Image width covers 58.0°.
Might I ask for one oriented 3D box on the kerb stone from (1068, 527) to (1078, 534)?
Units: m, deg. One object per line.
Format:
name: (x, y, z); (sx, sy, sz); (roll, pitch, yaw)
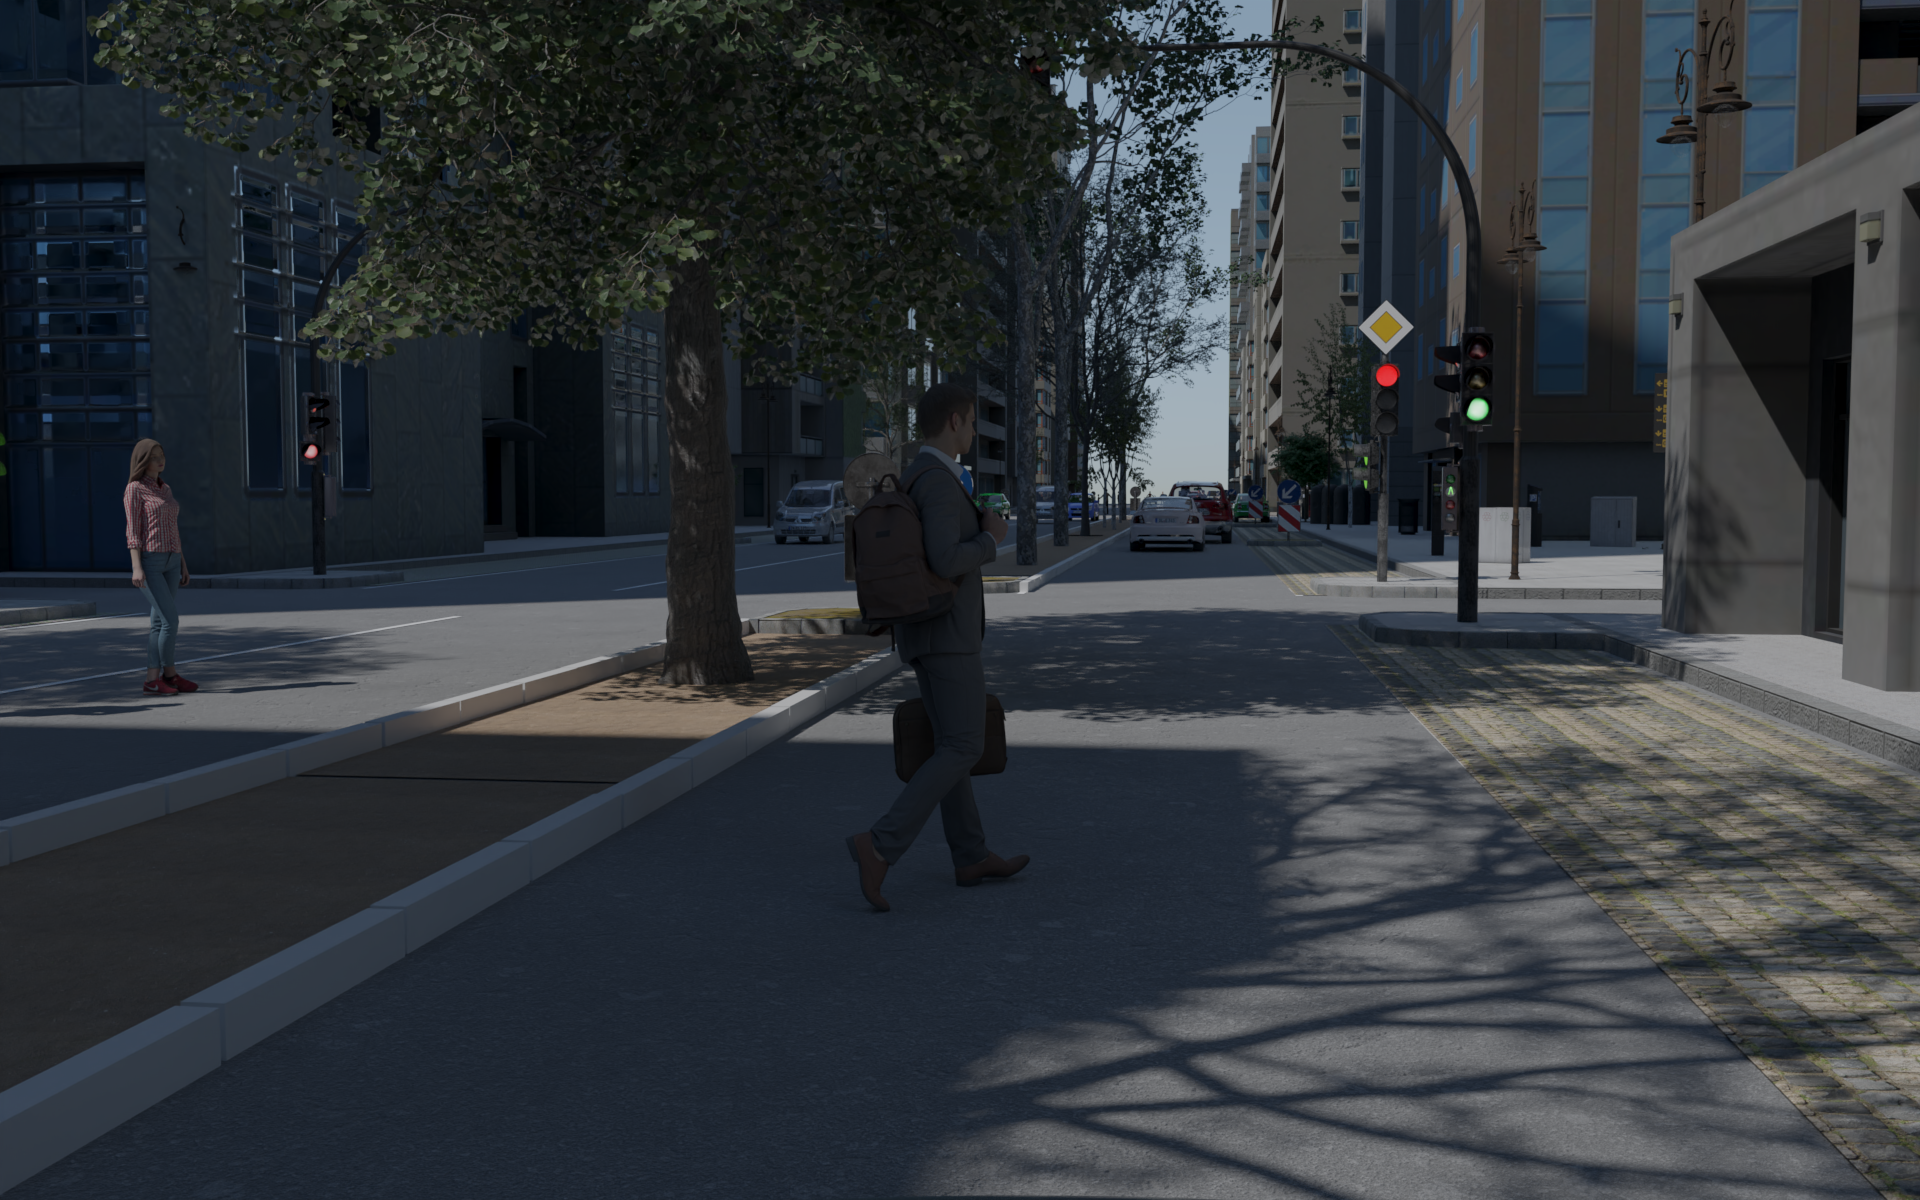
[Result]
kerb stone: (4.199, -2.594, 64.612); (0.120, 0.150, 1.000); (0, 4, 8)

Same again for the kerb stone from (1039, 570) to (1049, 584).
kerb stone: (1.281, -0.338, 27.717); (0.120, 0.150, 1.000); (0, 4, 8)

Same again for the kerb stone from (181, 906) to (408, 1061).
kerb stone: (-1.846, 1.062, 4.875); (0.120, 0.150, 1.000); (0, 4, 8)

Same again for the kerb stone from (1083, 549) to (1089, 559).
kerb stone: (2.667, -0.960, 37.897); (0.120, 0.150, 1.000); (0, 4, 8)

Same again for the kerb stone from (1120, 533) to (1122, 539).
kerb stone: (4.893, -1.955, 54.159); (0.120, 0.150, 1.000); (0, 4, 8)

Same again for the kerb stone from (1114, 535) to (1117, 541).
kerb stone: (4.475, -1.768, 51.103); (0.120, 0.150, 1.000); (0, 4, 8)

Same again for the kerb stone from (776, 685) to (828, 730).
kerb stone: (-1.020, 0.687, 10.970); (0.120, 0.150, 1.000); (0, 4, 8)

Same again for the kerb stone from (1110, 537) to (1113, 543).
kerb stone: (4.191, -1.644, 49.077); (0.120, 0.150, 1.000); (0, 4, 8)

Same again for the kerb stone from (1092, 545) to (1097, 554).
kerb stone: (3.087, -1.147, 40.954); (0.120, 0.150, 1.000); (0, 4, 8)

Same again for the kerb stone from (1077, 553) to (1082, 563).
kerb stone: (2.386, -0.835, 35.852); (0.120, 0.150, 1.000); (0, 4, 8)

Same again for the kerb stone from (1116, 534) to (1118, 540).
kerb stone: (4.608, -1.826, 52.118); (0.120, 0.150, 1.000); (0, 4, 8)

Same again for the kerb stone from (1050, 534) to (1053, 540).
kerb stone: (2.675, -1.911, 53.441); (0.120, 0.150, 1.000); (0, 4, 8)

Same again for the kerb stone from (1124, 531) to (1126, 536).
kerb stone: (5.305, -2.134, 57.214); (0.120, 0.150, 1.000); (0, 4, 8)

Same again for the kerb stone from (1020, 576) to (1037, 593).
kerb stone: (0.996, -0.213, 25.693); (0.120, 0.150, 1.000); (0, 4, 8)

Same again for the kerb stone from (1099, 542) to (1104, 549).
kerb stone: (3.500, -1.333, 43.994); (0.120, 0.150, 1.000); (0, 4, 8)

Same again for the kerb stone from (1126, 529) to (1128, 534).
kerb stone: (5.589, -2.266, 59.238); (0.120, 0.150, 1.000); (0, 4, 8)

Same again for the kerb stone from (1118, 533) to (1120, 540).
kerb stone: (4.751, -1.892, 53.137); (0.120, 0.150, 1.000); (0, 4, 8)

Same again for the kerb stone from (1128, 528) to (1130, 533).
kerb stone: (5.858, -2.390, 61.268); (0.120, 0.150, 1.000); (0, 4, 8)

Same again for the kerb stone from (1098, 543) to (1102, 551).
kerb stone: (3.363, -1.271, 42.979); (0.120, 0.150, 1.000); (0, 4, 8)

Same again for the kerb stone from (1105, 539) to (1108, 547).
kerb stone: (3.772, -1.457, 46.025); (0.120, 0.150, 1.000); (0, 4, 8)

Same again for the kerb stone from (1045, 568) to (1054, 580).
kerb stone: (1.414, -0.400, 28.738); (0.120, 0.150, 1.000); (0, 4, 8)

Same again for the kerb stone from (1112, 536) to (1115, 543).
kerb stone: (4.334, -1.706, 50.090); (0.120, 0.150, 1.000); (0, 4, 8)

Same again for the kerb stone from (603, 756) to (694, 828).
kerb stone: (-1.432, 0.877, 7.925); (0.120, 0.150, 1.000); (0, 4, 8)

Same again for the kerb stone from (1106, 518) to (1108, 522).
kerb stone: (7.114, -3.894, 85.928); (0.120, 0.150, 1.000); (0, 4, 8)

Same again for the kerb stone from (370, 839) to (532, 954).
kerb stone: (-1.712, 0.997, 5.890); (0.120, 0.150, 1.000); (0, 4, 8)

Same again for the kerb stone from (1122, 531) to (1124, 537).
kerb stone: (5.171, -2.079, 56.188); (0.120, 0.150, 1.000); (0, 4, 8)

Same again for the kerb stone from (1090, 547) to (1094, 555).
kerb stone: (2.938, -1.085, 39.929); (0.120, 0.150, 1.000); (0, 4, 8)

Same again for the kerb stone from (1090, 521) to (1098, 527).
kerb stone: (6.004, -3.401, 77.809); (0.120, 0.150, 1.000); (0, 4, 8)

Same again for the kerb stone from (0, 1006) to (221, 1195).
kerb stone: (-1.980, 1.125, 3.852); (0.120, 0.150, 1.000); (0, 4, 8)

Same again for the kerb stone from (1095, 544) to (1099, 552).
kerb stone: (3.225, -1.209, 41.966); (0.120, 0.150, 1.000); (0, 4, 8)

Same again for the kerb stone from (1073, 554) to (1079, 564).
kerb stone: (2.246, -0.772, 34.831); (0.120, 0.150, 1.000); (0, 4, 8)

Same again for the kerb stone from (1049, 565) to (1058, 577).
kerb stone: (1.546, -0.462, 29.754); (0.120, 0.150, 1.000); (0, 4, 8)

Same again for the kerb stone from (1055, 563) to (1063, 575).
kerb stone: (1.694, -0.524, 30.768); (0.120, 0.150, 1.000); (0, 4, 8)

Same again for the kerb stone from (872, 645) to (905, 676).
kerb stone: (-0.603, 0.500, 14.014); (0.120, 0.150, 1.000); (0, 4, 8)

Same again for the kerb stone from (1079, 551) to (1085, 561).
kerb stone: (2.523, -0.895, 36.869); (0.120, 0.150, 1.000); (0, 4, 8)

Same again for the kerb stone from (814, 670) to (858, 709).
kerb stone: (-0.878, 0.625, 11.983); (0.120, 0.150, 1.000); (0, 4, 8)

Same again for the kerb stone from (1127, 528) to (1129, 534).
kerb stone: (5.722, -2.328, 60.255); (0.120, 0.150, 1.000); (0, 4, 8)

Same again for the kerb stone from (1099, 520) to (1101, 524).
kerb stone: (6.278, -3.525, 79.836); (0.120, 0.150, 1.000); (0, 4, 8)

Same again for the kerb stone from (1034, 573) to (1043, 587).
kerb stone: (1.136, -0.272, 26.705); (0.120, 0.150, 1.000); (0, 4, 8)

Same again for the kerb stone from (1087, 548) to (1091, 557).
kerb stone: (2.806, -1.023, 38.915); (0.120, 0.150, 1.000); (0, 4, 8)

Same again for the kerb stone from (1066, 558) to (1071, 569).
kerb stone: (1.967, -0.648, 32.801); (0.120, 0.150, 1.000); (0, 4, 8)

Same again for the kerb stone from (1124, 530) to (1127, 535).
kerb stone: (5.453, -2.195, 58.225); (0.120, 0.150, 1.000); (0, 4, 8)

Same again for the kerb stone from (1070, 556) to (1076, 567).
kerb stone: (2.114, -0.711, 33.812); (0.120, 0.150, 1.000); (0, 4, 8)

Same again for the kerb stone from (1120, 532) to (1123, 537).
kerb stone: (5.031, -2.017, 55.173); (0.120, 0.150, 1.000); (0, 4, 8)

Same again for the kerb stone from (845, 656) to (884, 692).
kerb stone: (-0.737, 0.564, 12.998); (0.120, 0.150, 1.000); (0, 4, 8)

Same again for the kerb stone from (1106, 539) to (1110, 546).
kerb stone: (3.914, -1.518, 47.037); (0.120, 0.150, 1.000); (0, 4, 8)

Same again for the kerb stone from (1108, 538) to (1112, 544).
kerb stone: (4.060, -1.582, 48.063); (0.120, 0.150, 1.000); (0, 4, 8)

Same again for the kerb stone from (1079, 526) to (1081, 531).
kerb stone: (4.474, -2.718, 66.640); (0.120, 0.150, 1.000); (0, 4, 8)

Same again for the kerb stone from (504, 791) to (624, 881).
kerb stone: (-1.574, 0.935, 6.913); (0.120, 0.150, 1.000); (0, 4, 8)

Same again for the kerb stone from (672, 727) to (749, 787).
kerb stone: (-1.292, 0.811, 8.938); (0.120, 0.150, 1.000); (0, 4, 8)

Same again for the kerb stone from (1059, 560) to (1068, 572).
kerb stone: (1.832, -0.587, 31.786); (0.120, 0.150, 1.000); (0, 4, 8)

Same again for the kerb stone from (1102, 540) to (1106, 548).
kerb stone: (3.643, -1.395, 45.007); (0.120, 0.150, 1.000); (0, 4, 8)

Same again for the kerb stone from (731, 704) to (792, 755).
kerb stone: (-1.155, 0.751, 9.954); (0.120, 0.150, 1.000); (0, 4, 8)
